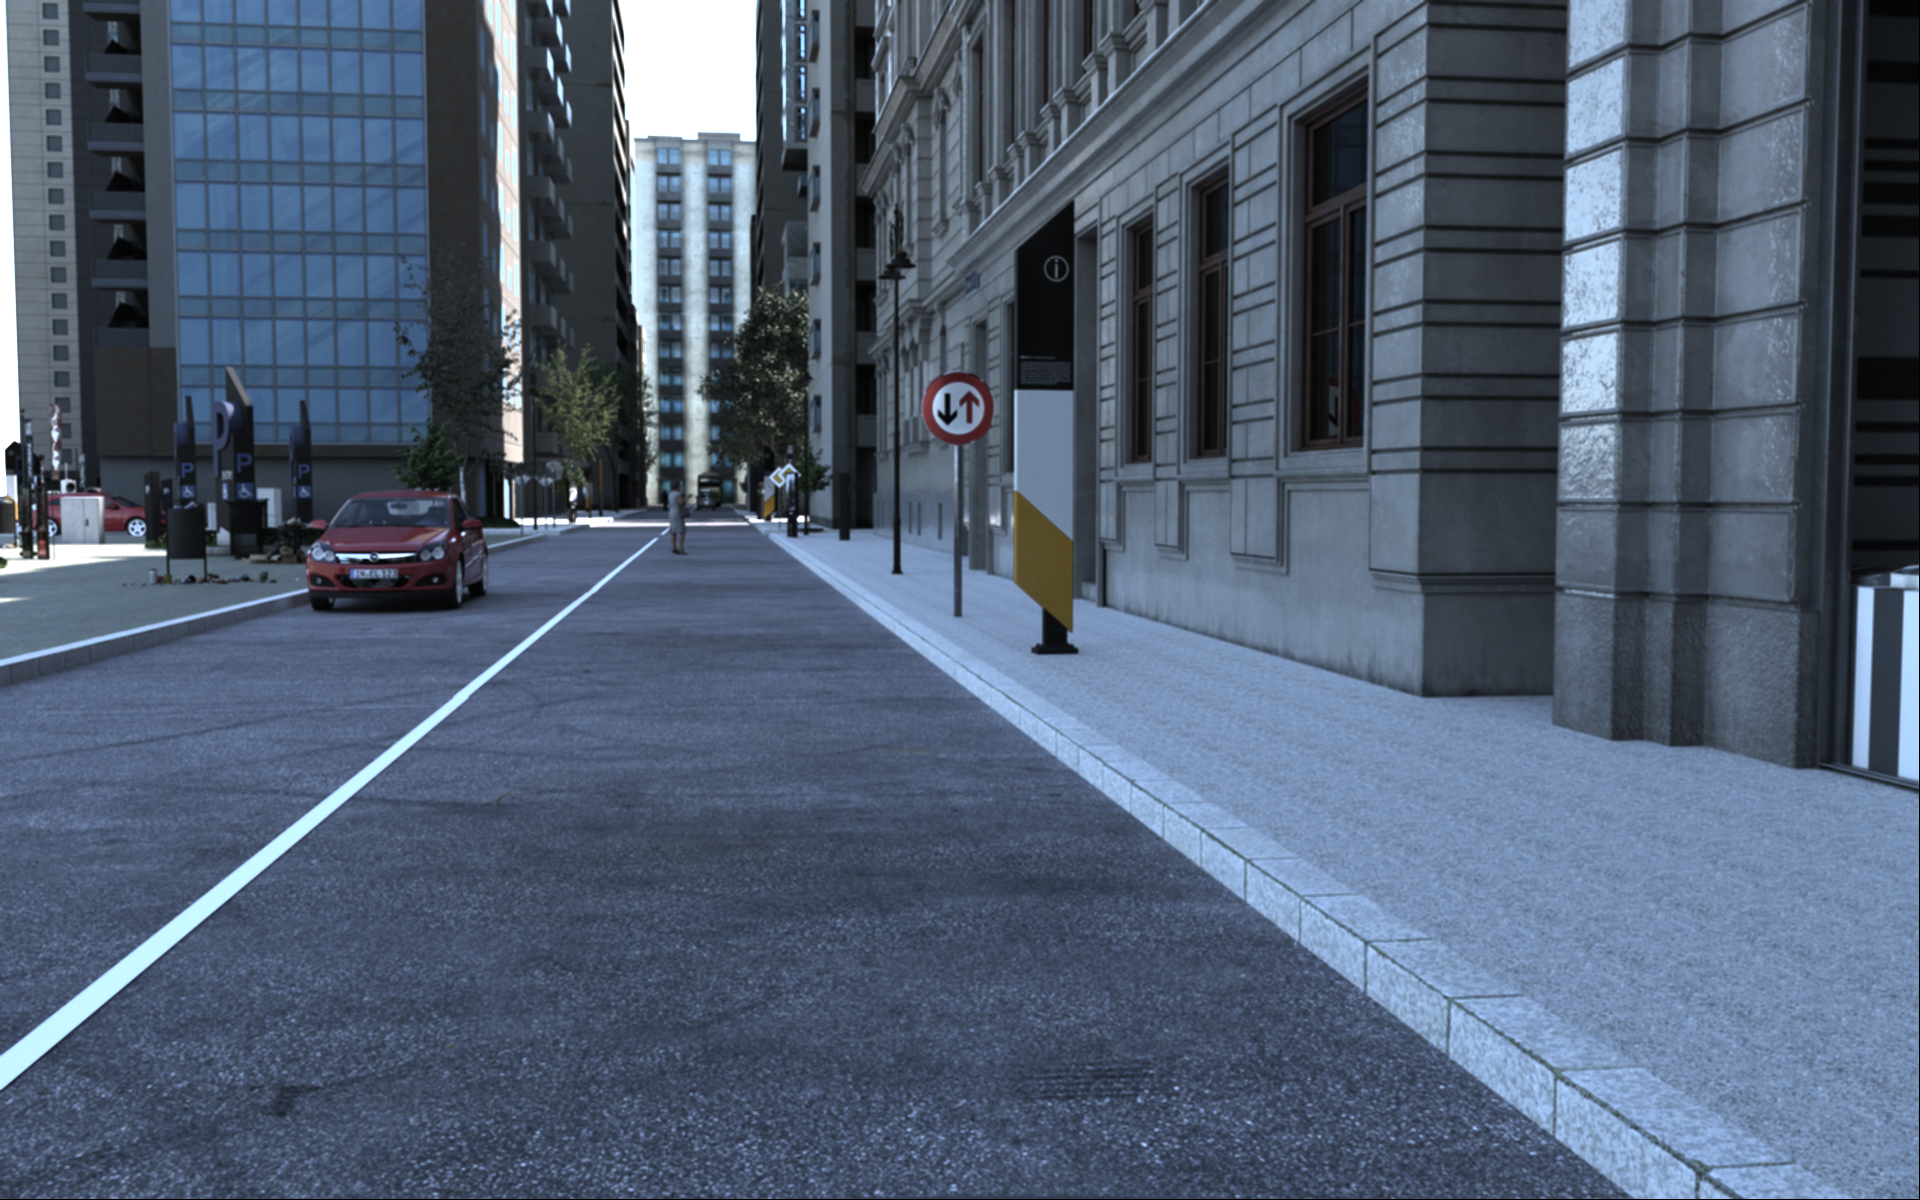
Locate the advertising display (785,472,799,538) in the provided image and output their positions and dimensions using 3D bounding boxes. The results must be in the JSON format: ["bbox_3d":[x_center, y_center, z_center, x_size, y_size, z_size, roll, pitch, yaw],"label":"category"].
[{"bbox_3d":[-4.979,-2.824,51.378,0.123,1.923,0.974,-1,4,-22],"label":"advertising display"}]

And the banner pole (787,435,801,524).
[{"bbox_3d":[-7.170,-5.143,74.097,0.401,3.779,0.863,-3,5,-41],"label":"banner pole"}]

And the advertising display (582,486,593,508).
[{"bbox_3d":[-28.657,-7.837,133.341,0.974,1.923,0.123,2,4,32],"label":"advertising display"}]

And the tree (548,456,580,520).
[{"bbox_3d":[-19.880,-5.663,87.188,1.663,3.219,1.824,0,3,0],"label":"tree"}]

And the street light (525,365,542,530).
[{"bbox_3d":[-15.306,-5.473,62.275,0.468,5.910,1.993,-1,4,-8],"label":"street light"}]

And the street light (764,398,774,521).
[{"bbox_3d":[-9.177,-6.782,83.681,0.468,5.910,1.993,-1,4,-8],"label":"street light"}]

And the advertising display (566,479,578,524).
[{"bbox_3d":[-16.967,-4.315,75.770,0.123,1.923,0.974,1,4,8],"label":"advertising display"}]

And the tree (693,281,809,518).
[{"bbox_3d":[-9.529,-10.785,93.338,9.611,12.733,9.660,0,3,0],"label":"tree"}]

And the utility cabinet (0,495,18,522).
[{"bbox_3d":[-43.179,-4.131,78.703,0.306,1.237,1.020,1,4,23],"label":"utility cabinet"}]

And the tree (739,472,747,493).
[{"bbox_3d":[-17.908,-9.243,145.720,1.663,3.219,1.824,0,3,0],"label":"tree"}]

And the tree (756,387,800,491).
[{"bbox_3d":[-10.904,-9.290,102.251,4.360,8.622,3.978,0,3,0],"label":"tree"}]

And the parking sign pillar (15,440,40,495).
[{"bbox_3d":[-46.780,-6.014,86.794,1.447,3.967,1.447,0,4,7],"label":"parking sign pillar"}]

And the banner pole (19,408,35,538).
[{"bbox_3d":[-27.216,-3.703,50.557,0.863,3.779,0.401,3,4,39],"label":"banner pole"}]

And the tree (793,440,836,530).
[{"bbox_3d":[-5.351,-4.103,61.682,1.663,3.219,1.824,0,3,0],"label":"tree"}]

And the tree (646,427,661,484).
[{"bbox_3d":[-34.705,-14.644,189.786,4.360,8.622,3.978,0,3,0],"label":"tree"}]

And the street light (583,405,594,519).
[{"bbox_3d":[-19.289,-7.179,90.158,0.468,5.910,1.993,-1,4,-8],"label":"street light"}]

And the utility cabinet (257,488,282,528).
[{"bbox_3d":[-25.686,-3.412,64.459,1.173,1.500,0.318,3,4,38],"label":"utility cabinet"}]

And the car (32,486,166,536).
[{"bbox_3d":[-27.940,-2.907,56.574,4.494,1.783,2.155,0,4,-6],"label":"car"}]

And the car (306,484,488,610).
[{"bbox_3d":[-7.337,-0.843,22.822,2.155,1.783,4.494,-1,4,-9],"label":"car"}]

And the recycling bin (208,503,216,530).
[{"bbox_3d":[-21.486,-2.315,50.408,0.722,1.027,0.722,-2,4,-23],"label":"recycling bin"}]

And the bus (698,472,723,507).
[{"bbox_3d":[-27.866,-12.324,193.045,2.896,3.916,12.252,0,4,-8],"label":"bus"}]

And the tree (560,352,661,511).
[{"bbox_3d":[-25.683,-12.360,127.848,9.928,11.665,9.643,0,3,0],"label":"tree"}]

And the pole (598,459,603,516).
[{"bbox_3d":[-20.693,-6.474,99.692,0.158,3.312,0.155,0,3,0],"label":"pole"}]

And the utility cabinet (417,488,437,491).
[{"bbox_3d":[-19.067,-3.275,62.218,1.173,1.500,0.318,2,4,33],"label":"utility cabinet"}]

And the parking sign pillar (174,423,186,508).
[{"bbox_3d":[-20.988,-3.578,46.971,1.447,3.967,1.447,-2,4,-27],"label":"parking sign pillar"}]

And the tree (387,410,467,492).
[{"bbox_3d":[-12.183,-2.780,40.051,1.663,3.219,1.824,0,3,0],"label":"tree"}]

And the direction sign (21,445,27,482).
[{"bbox_3d":[-43.358,-5.414,80.515,0.379,3.537,0.876,0,3,0],"label":"direction sign"}]

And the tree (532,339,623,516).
[{"bbox_3d":[-18.463,-8.115,83.048,4.737,8.622,4.395,0,3,0],"label":"tree"}]

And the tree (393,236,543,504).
[{"bbox_3d":[-14.184,-6.066,49.534,4.360,8.622,3.978,0,3,0],"label":"tree"}]

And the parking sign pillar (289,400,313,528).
[{"bbox_3d":[-18.739,-3.719,49.276,1.447,3.967,1.447,-2,4,-26],"label":"parking sign pillar"}]

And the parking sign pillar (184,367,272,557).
[{"bbox_3d":[-15.156,-2.917,36.168,1.447,3.967,1.447,-3,5,-40],"label":"parking sign pillar"}]

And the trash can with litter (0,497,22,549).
[{"bbox_3d":[-23.007,-1.821,40.831,1.678,1.210,2.233,3,5,41],"label":"trash can with litter"}]

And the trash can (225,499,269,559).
[{"bbox_3d":[-14.079,-1.377,34.164,0.748,1.137,0.748,0,3,0],"label":"trash can"}]

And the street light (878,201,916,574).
[{"bbox_3d":[-1.012,-3.358,27.690,0.468,5.910,1.993,-1,4,-8],"label":"street light"}]

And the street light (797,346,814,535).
[{"bbox_3d":[-4.827,-4.977,54.160,0.468,5.910,1.993,-1,4,-8],"label":"street light"}]

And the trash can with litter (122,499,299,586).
[{"bbox_3d":[-10.787,-0.855,25.040,2.233,1.210,1.678,-1,4,-14],"label":"trash can with litter"}]

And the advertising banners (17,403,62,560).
[{"bbox_3d":[-18.047,-2.313,33.999,2.074,3.025,0.090,3,5,41],"label":"advertising banners"}]

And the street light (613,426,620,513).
[{"bbox_3d":[-23.234,-8.840,117.319,0.468,5.910,1.993,-1,4,-8],"label":"street light"}]

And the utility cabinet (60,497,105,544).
[{"bbox_3d":[-22.572,-2.043,44.557,1.020,1.237,0.306,0,4,3],"label":"utility cabinet"}]

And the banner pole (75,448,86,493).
[{"bbox_3d":[-47.862,-6.374,94.230,0.863,3.779,0.401,1,4,22],"label":"banner pole"}]

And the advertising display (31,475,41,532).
[{"bbox_3d":[-31.540,-3.299,59.150,0.123,1.923,0.974,-3,4,-38],"label":"advertising display"}]
